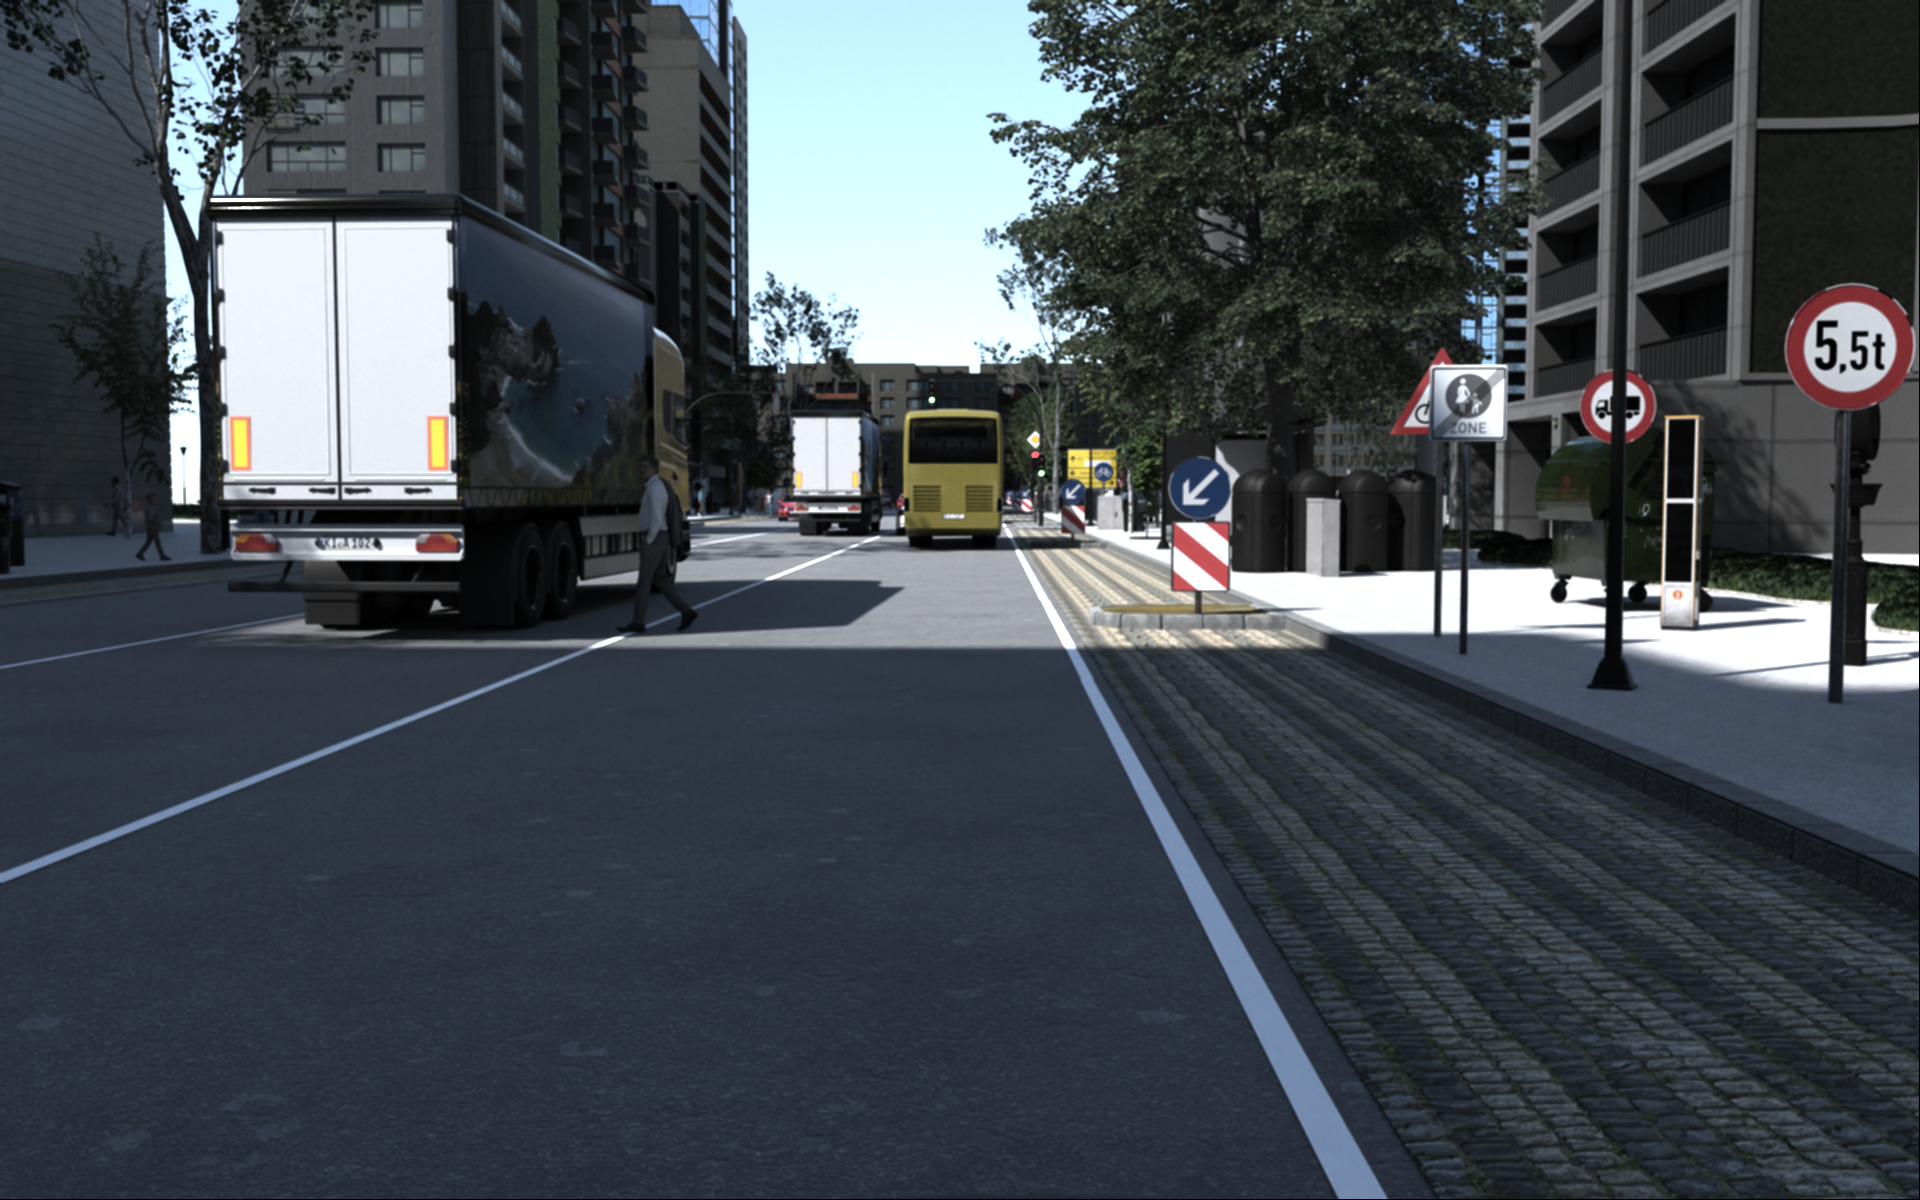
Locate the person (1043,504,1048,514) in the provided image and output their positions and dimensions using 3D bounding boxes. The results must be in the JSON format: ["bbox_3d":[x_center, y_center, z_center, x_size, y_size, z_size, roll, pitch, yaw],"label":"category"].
[{"bbox_3d":[5.635,-6.326,113.749,0.475,1.303,0.640,2,4,31],"label":"person"}]

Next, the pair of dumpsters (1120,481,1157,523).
[{"bbox_3d":[8.168,-4.636,78.299,1.574,2.255,4.437,0,4,1],"label":"pair of dumpsters"}]

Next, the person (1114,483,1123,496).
[{"bbox_3d":[7.892,-4.880,85.804,0.580,1.828,0.573,0,4,5],"label":"person"}]

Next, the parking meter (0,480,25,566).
[{"bbox_3d":[-16.928,-1.376,30.912,0.372,1.533,0.369,0,3,0],"label":"parking meter"}]

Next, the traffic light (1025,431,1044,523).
[{"bbox_3d":[3.331,-5.385,76.961,0.839,4.253,0.868,0,4,1],"label":"traffic light"}]

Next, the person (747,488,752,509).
[{"bbox_3d":[-17.840,-8.646,147.245,0.795,1.843,0.661,2,4,35],"label":"person"}]

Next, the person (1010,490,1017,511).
[{"bbox_3d":[4.422,-8.149,141.916,0.721,1.800,0.419,-1,4,-17],"label":"person"}]

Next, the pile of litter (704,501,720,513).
[{"bbox_3d":[-17.176,-6.497,120.199,1.176,0.858,1.719,1,4,12],"label":"pile of litter"}]

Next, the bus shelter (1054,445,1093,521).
[{"bbox_3d":[5.674,-5.808,86.247,1.731,3.624,6.357,0,4,1],"label":"bus shelter"}]

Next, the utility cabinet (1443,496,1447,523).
[{"bbox_3d":[20.845,-3.969,76.047,1.020,1.237,0.306,1,4,20],"label":"utility cabinet"}]

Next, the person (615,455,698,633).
[{"bbox_3d":[-3.158,-0.574,17.990,0.850,1.850,0.679,-1,4,-12],"label":"person"}]

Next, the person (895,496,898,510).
[{"bbox_3d":[-5.471,-8.462,151.525,0.373,1.253,0.362,1,4,17],"label":"person"}]

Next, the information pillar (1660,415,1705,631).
[{"bbox_3d":[6.819,-0.725,16.354,0.304,2.012,0.304,2,4,32],"label":"information pillar"}]

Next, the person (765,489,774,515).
[{"bbox_3d":[-11.540,-5.850,104.985,0.563,1.720,0.643,0,4,6],"label":"person"}]

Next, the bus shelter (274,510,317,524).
[{"bbox_3d":[-17.153,-3.292,47.749,2.014,3.302,5.546,0,4,1],"label":"bus shelter"}]

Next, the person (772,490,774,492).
[{"bbox_3d":[-20.139,-10.968,186.311,0.436,1.711,0.756,-3,5,-45],"label":"person"}]

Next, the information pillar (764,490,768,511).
[{"bbox_3d":[-14.634,-8.473,129.888,0.504,3.616,0.183,0,4,6],"label":"information pillar"}]

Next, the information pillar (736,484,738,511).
[{"bbox_3d":[-16.412,-7.576,128.366,0.304,2.012,0.304,-1,4,-13],"label":"information pillar"}]

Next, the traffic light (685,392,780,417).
[{"bbox_3d":[-10.436,-6.271,77.200,4.771,5.953,1.251,0,4,1],"label":"traffic light"}]

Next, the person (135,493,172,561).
[{"bbox_3d":[-15.514,-1.403,33.255,0.640,1.303,0.475,-3,5,-41],"label":"person"}]

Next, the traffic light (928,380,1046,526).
[{"bbox_3d":[1.110,-5.762,68.869,4.771,5.953,1.251,0,4,1],"label":"traffic light"}]

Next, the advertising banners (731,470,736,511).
[{"bbox_3d":[-16.834,-8.147,129.387,0.090,3.025,2.074,0,4,5],"label":"advertising banners"}]

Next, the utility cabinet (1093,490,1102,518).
[{"bbox_3d":[6.890,-5.018,90.731,0.318,1.500,1.173,-3,5,-43],"label":"utility cabinet"}]

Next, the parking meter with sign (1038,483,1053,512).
[{"bbox_3d":[6.322,-7.644,121.248,1.738,3.016,0.543,0,4,-5],"label":"parking meter with sign"}]

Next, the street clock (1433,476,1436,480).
[{"bbox_3d":[18.428,-3.864,67.749,0.358,2.002,0.471,0,4,2],"label":"street clock"}]

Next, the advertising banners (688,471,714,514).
[{"bbox_3d":[-16.807,-7.045,111.378,2.074,3.025,0.090,1,4,18],"label":"advertising banners"}]

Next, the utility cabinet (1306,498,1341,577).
[{"bbox_3d":[5.710,-0.982,27.210,0.306,1.237,1.020,0,4,-3],"label":"utility cabinet"}]

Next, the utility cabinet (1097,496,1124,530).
[{"bbox_3d":[5.446,-3.111,62.021,1.020,1.237,0.306,1,4,20],"label":"utility cabinet"}]

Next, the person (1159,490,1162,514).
[{"bbox_3d":[13.178,-6.569,113.632,0.466,1.800,0.511,1,4,15],"label":"person"}]

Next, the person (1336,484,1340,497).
[{"bbox_3d":[18.780,-4.838,85.320,0.511,1.800,0.466,0,4,-7],"label":"person"}]

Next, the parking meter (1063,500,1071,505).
[{"bbox_3d":[5.050,-4.658,81.875,0.399,1.863,0.255,3,5,39],"label":"parking meter"}]

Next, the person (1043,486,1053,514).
[{"bbox_3d":[5.713,-6.479,112.165,0.709,1.800,0.728,1,4,10],"label":"person"}]

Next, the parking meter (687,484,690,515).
[{"bbox_3d":[-16.652,-6.102,105.480,0.255,1.863,0.399,-3,5,-42],"label":"parking meter"}]

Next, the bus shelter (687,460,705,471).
[{"bbox_3d":[-16.328,-6.566,101.277,2.014,3.302,5.546,0,4,1],"label":"bus shelter"}]

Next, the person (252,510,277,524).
[{"bbox_3d":[-17.367,-2.227,43.123,0.731,1.740,0.598,0,4,3],"label":"person"}]

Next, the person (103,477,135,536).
[{"bbox_3d":[-25.656,-2.844,52.819,0.850,1.792,0.678,-1,4,-17],"label":"person"}]

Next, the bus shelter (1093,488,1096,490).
[{"bbox_3d":[7.151,-6.281,96.623,2.014,3.302,5.546,0,4,1],"label":"bus shelter"}]

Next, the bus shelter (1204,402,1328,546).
[{"bbox_3d":[6.967,-2.829,40.178,2.014,3.302,5.546,0,4,1],"label":"bus shelter"}]

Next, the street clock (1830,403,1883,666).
[{"bbox_3d":[6.693,-0.513,12.958,0.358,2.002,0.471,3,4,38],"label":"street clock"}]

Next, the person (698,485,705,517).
[{"bbox_3d":[-14.314,-5.469,95.800,0.444,1.785,0.601,-1,4,-13],"label":"person"}]
